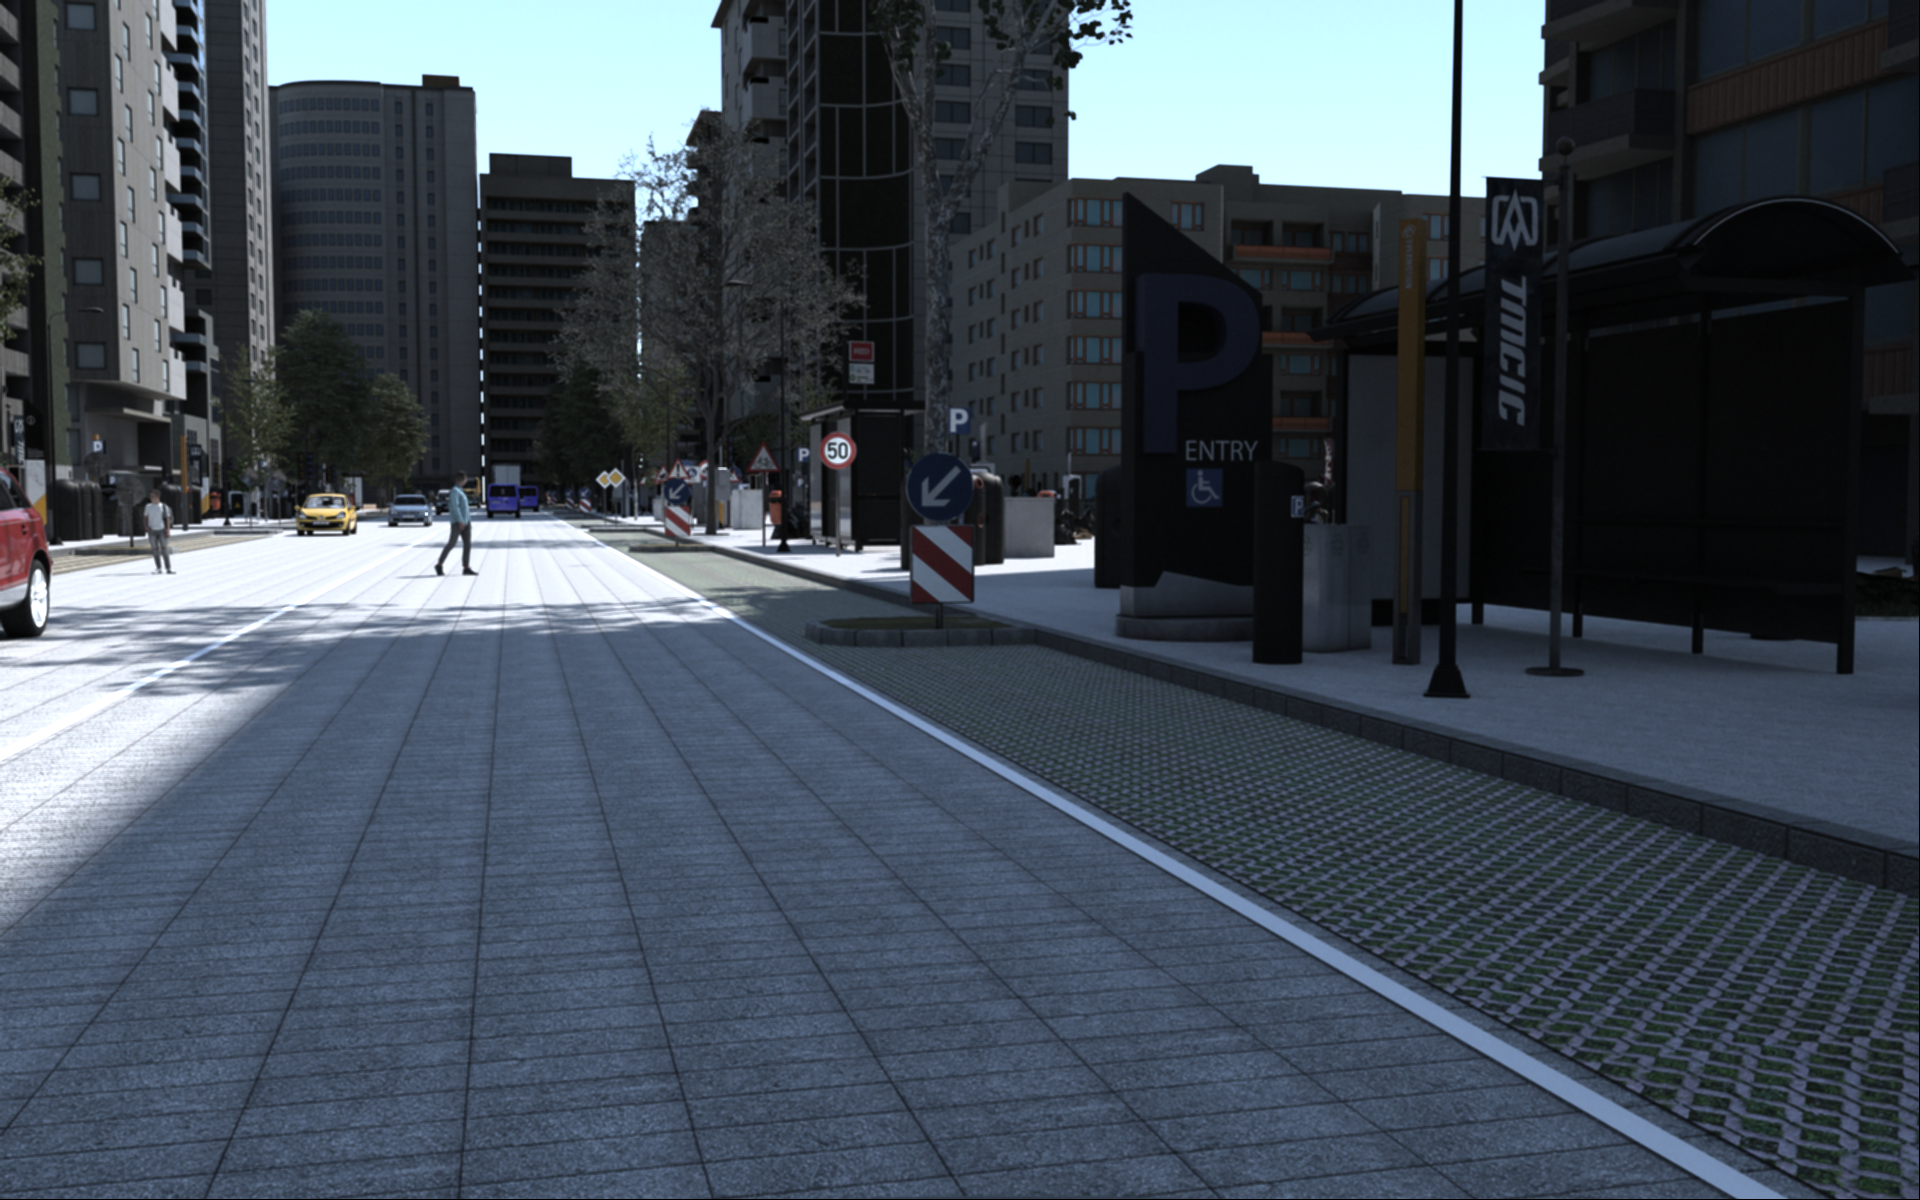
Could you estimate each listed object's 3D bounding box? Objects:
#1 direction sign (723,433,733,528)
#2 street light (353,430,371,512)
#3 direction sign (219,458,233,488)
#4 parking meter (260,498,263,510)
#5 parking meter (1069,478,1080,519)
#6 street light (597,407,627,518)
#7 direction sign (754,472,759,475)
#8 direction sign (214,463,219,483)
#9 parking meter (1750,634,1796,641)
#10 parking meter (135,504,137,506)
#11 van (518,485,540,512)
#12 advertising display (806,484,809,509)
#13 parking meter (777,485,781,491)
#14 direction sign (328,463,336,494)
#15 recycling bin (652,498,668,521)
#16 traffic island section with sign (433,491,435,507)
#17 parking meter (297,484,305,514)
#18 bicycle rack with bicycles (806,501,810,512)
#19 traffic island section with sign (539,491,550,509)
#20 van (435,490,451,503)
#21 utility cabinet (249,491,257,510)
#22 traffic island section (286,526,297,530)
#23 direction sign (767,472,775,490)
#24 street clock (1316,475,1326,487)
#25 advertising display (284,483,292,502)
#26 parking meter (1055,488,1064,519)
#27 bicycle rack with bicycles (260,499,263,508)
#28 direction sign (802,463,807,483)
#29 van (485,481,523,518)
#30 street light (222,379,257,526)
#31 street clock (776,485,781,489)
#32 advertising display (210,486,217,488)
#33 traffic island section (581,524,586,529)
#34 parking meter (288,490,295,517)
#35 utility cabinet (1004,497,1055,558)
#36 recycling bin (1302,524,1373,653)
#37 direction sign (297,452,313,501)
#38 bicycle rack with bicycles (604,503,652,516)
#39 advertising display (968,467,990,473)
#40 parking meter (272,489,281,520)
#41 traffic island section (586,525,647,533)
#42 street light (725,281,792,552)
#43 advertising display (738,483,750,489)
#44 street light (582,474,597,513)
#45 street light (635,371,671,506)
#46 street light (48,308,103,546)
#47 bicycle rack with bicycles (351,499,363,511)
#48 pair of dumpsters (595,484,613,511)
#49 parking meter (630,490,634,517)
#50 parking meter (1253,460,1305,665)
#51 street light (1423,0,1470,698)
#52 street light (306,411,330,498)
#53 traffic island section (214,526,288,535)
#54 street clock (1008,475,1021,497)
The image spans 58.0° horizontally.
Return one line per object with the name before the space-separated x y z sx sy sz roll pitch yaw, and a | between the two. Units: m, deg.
direction sign | -8.706 -4.471 65.096 0.379 3.537 0.876 -2 4 -30
street light | -43.103 -9.307 124.716 1.470 5.913 1.316 -1 4 -14
direction sign | -45.838 -7.131 108.585 0.876 3.537 0.379 2 4 34
parking meter | -55.618 -8.082 137.846 0.399 1.863 0.255 1 4 10
parking meter | 4.254 -3.601 64.591 0.255 1.863 0.399 -2 4 -33
street light | -18.488 -7.330 92.392 1.470 5.913 1.316 -1 4 -14
direction sign | -12.191 -6.839 103.816 0.379 3.537 0.876 -2 4 -28
direction sign | -53.534 -8.158 125.381 0.876 3.537 0.379 0 4 -6
parking meter | 7.201 -0.421 15.288 0.372 1.533 0.369 0 3 0
parking meter | -29.368 -3.238 61.344 0.372 1.533 0.369 0 3 0
van | -34.698 -8.191 138.299 2.240 2.365 5.245 -1 4 -16
advertising display | -10.110 -6.439 110.497 0.974 1.923 0.123 1 4 14
parking meter | -11.841 -6.617 113.903 0.399 1.863 0.255 2 4 32
direction sign | -41.756 -7.532 115.142 0.876 3.537 0.379 3 4 39
recycling bin | -14.192 -4.281 82.545 0.722 1.027 0.722 -1 4 -18
traffic island section with sign | -59.615 -11.436 195.606 1.989 1.847 2.006 -1 4 -14
parking meter | -36.511 -5.528 96.087 0.255 1.863 0.399 3 4 38
bicycle rack with bicycles | -7.246 -5.012 95.329 2.852 0.926 2.925 -3 5 -43
traffic island section with sign | -40.419 -9.975 171.711 1.989 1.847 2.006 -1 4 -14
van | -50.769 -10.018 170.801 2.013 2.044 4.112 -1 4 -16
utility cabinet | -47.722 -6.591 116.439 1.173 1.500 0.318 1 4 21
traffic island section | -27.493 -2.916 69.959 2.009 0.180 2.903 -1 4 -14
direction sign | -15.187 -8.996 139.087 0.379 3.537 0.876 3 4 38
street clock | 13.637 -3.713 65.285 0.358 2.002 0.471 -1 4 -16
advertising display | -38.453 -5.698 98.377 0.974 1.923 0.123 0 4 0
parking meter | 3.893 -3.626 67.703 0.372 1.533 0.369 0 3 0
bicycle rack with bicycles | -47.863 -6.626 121.713 2.852 0.926 2.925 0 4 -3
direction sign | -11.435 -8.095 124.345 0.876 3.537 0.379 1 4 8
van | -27.370 -6.088 103.923 2.240 2.365 5.245 -1 4 -13
street light | -29.079 -5.957 69.933 1.470 5.913 1.316 -1 4 -14
street clock | -14.156 -8.015 135.607 0.358 2.002 0.471 2 4 31
advertising display | -58.912 -8.049 136.817 0.123 1.923 0.974 0 4 2
traffic island section | -14.960 -3.113 73.179 2.009 0.180 2.903 -1 4 -14
parking meter | -37.749 -5.468 97.819 0.372 1.533 0.369 0 3 0
utility cabinet | 1.387 -1.459 35.019 1.020 1.237 0.306 0 4 -4
recycling bin | 2.934 -0.113 14.399 0.722 1.027 0.722 -3 5 -43
direction sign | -35.687 -6.267 94.465 0.379 3.537 0.876 3 5 39
bicycle rack with bicycles | -19.776 -5.533 103.844 2.925 0.926 2.852 0 4 -6
advertising display | 0.214 -2.172 40.731 0.974 1.923 0.123 0 4 -2
parking meter | -34.056 -4.763 86.288 0.372 1.533 0.369 0 3 0
traffic island section | -12.963 -2.640 65.446 2.009 0.180 2.903 -1 4 -14
street light | -4.427 -4.006 38.039 1.470 5.913 1.316 -1 4 -14
advertising display | -12.557 -5.903 101.721 0.974 1.923 0.123 0 4 7
street light | -25.450 -8.966 119.142 1.470 5.913 1.316 -1 4 -14
street light | -11.579 -5.689 65.557 1.470 5.913 1.316 -1 4 -14
street light | -22.086 -4.326 43.265 1.470 5.913 1.316 -1 4 -14
bicycle rack with bicycles | -46.920 -7.240 131.760 2.852 0.926 2.925 1 4 10
pair of dumpsters | -26.381 -7.759 129.351 1.574 2.255 4.437 -1 4 -14
parking meter | -18.510 -5.482 98.040 0.372 1.533 0.369 0 3 0
parking meter | 2.421 -0.291 13.162 0.372 1.533 0.369 0 3 0
street light | 2.575 -2.336 10.728 1.470 5.913 1.316 -1 4 -14
street light | -36.061 -7.626 97.227 1.470 5.913 1.316 -1 4 -14
traffic island section | -25.496 -2.443 62.227 2.009 0.180 2.903 -1 4 -14
street clock | 2.061 -3.708 65.193 0.471 2.002 0.358 -3 4 -36
